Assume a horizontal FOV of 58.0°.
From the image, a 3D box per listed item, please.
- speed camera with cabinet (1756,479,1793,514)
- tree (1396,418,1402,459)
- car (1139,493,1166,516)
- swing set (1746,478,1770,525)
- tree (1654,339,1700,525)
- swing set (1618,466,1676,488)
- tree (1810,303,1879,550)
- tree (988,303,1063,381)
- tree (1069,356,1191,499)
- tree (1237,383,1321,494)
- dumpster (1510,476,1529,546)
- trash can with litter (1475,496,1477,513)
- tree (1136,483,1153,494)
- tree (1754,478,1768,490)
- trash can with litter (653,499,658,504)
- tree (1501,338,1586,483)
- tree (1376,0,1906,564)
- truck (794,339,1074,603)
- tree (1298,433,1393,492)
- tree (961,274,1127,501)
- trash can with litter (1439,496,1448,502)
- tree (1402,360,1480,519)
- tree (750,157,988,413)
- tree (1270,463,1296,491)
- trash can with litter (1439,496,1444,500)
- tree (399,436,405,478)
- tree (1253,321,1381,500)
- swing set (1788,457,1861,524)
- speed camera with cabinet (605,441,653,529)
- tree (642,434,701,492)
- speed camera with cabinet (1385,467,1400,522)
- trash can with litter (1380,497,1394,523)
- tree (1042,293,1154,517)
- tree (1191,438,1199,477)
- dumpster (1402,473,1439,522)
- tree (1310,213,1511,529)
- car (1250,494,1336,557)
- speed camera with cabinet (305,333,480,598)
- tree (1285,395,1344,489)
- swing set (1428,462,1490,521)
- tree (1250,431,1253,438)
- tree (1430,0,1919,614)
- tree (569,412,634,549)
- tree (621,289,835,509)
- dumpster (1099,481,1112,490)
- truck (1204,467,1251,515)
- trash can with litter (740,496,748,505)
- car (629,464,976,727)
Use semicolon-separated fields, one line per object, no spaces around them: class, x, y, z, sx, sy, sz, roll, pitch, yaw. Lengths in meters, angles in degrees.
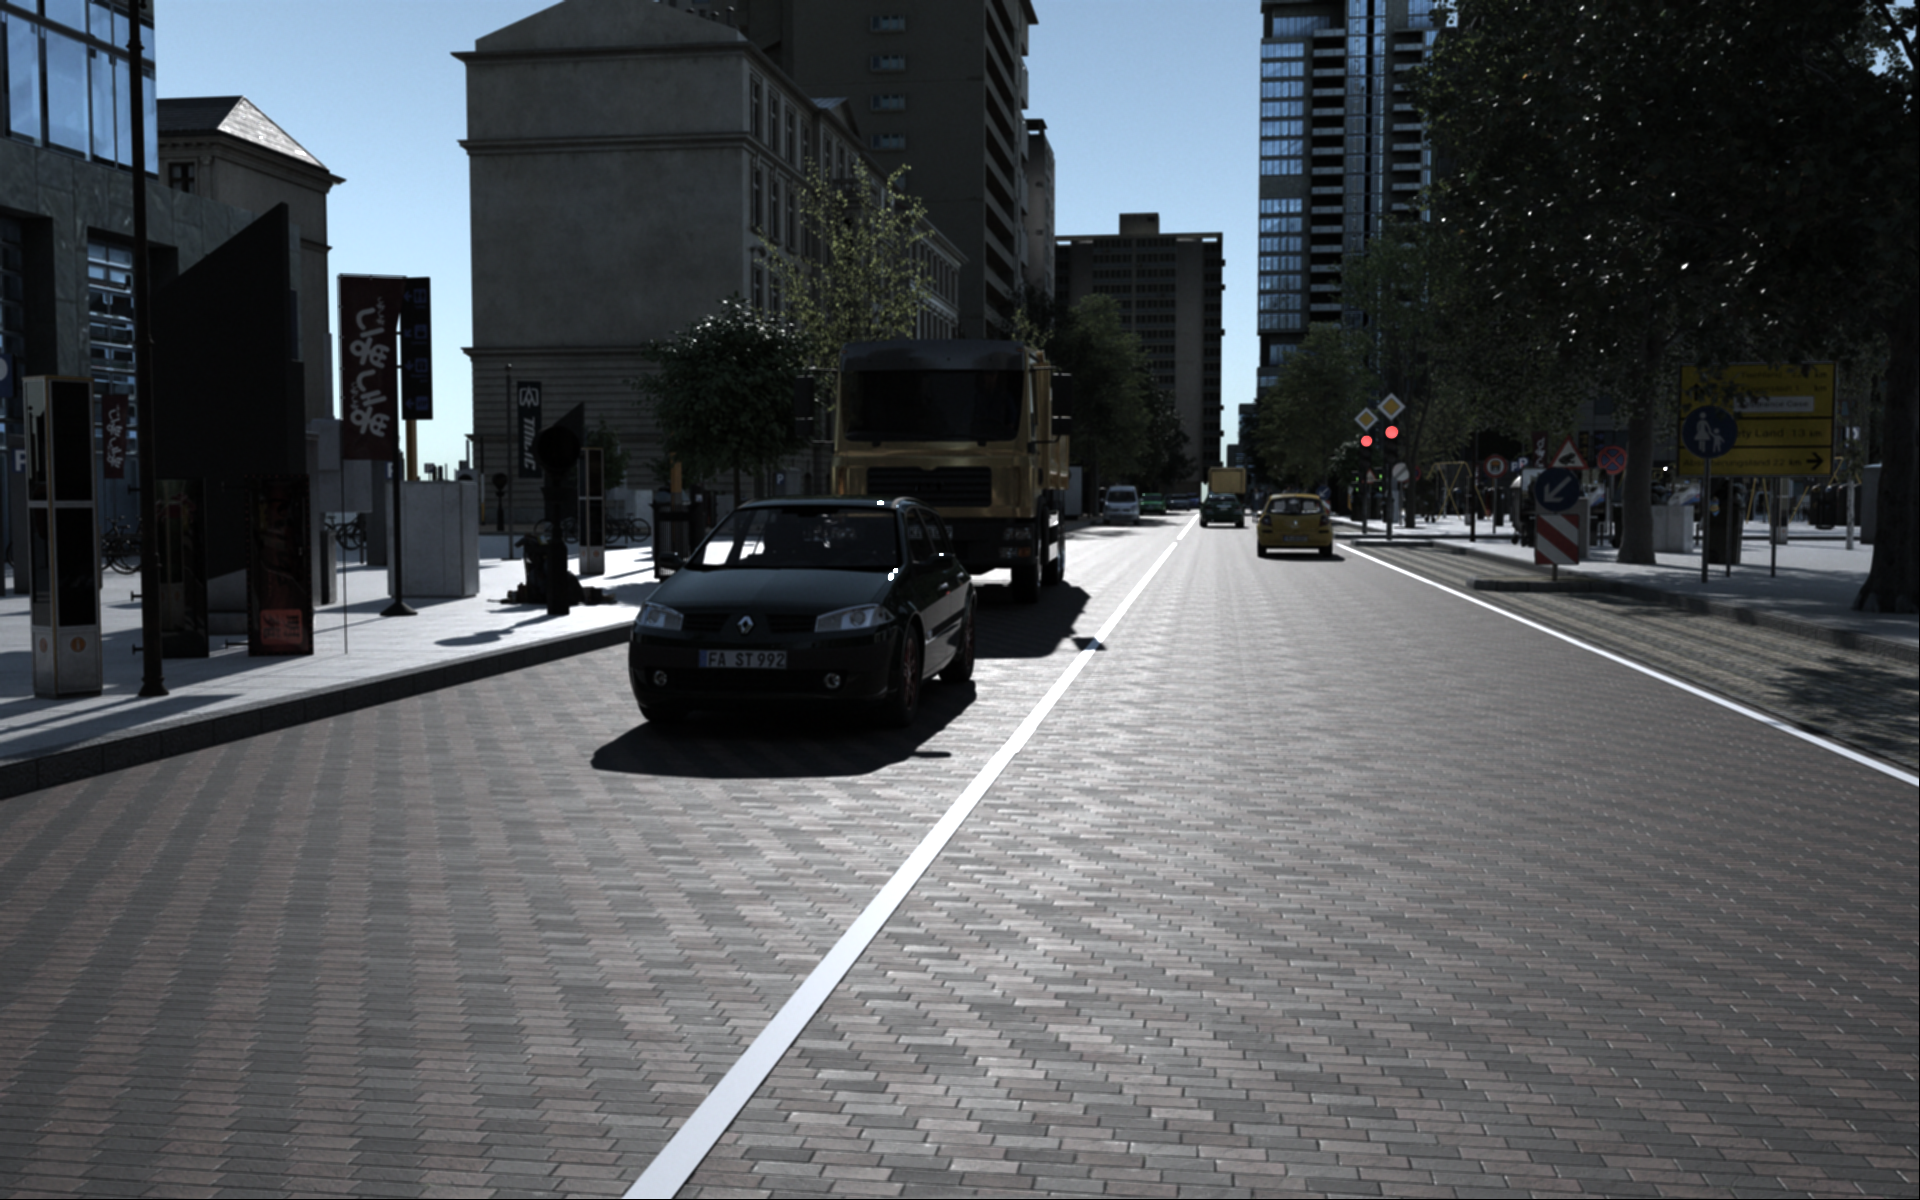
speed camera with cabinet;51.470;-7.039;109.418;0.660;3.252;2.038;-3;5;-44
tree;33.726;-10.727;125.742;4.360;8.622;3.978;0;3;0
car;12.918;-6.593;116.590;1.959;1.807;4.718;1;4;9
swing set;32.607;-4.645;73.565;3.119;2.851;2.862;0;4;6
tree;28.499;-7.119;66.765;4.360;8.622;3.978;0;3;0
swing set;41.548;-6.589;105.349;3.119;2.851;2.862;-1;4;-19
tree;20.222;-5.458;39.594;4.360;8.622;3.978;0;3;0
tree;1.715;-7.082;66.146;4.360;8.622;3.978;0;3;0
tree;13.136;-13.518;138.031;9.611;12.733;9.660;0;3;0
tree;36.380;-17.642;195.103;9.857;13.997;8.962;0;3;0
dumpster;14.537;-2.296;43.296;1.264;1.857;1.865;1;4;8
trash can with litter;35.473;-6.533;117.871;2.233;1.210;1.678;0;4;1
tree;20.695;-14.532;187.964;4.360;8.622;3.978;0;3;0
tree;46.288;-9.018;97.801;4.737;8.622;4.395;0;3;0
trash can with litter;-12.219;-3.614;70.482;1.055;1.170;0.624;0;4;-6
tree;25.441;-7.617;74.900;4.737;8.622;4.395;0;3;0
tree;12.637;-7.647;31.687;9.857;13.997;8.962;0;3;0
truck;0.064;-1.778;24.987;3.469;3.379;9.791;0;4;6
tree;21.117;-6.608;91.761;4.285;4.588;4.351;0;3;0
tree;3.667;-8.514;73.619;7.601;10.594;8.767;2;4;32
trash can with litter;30.751;-6.100;111.120;1.055;1.170;0.624;1;4;21
tree;25.488;-8.595;90.887;4.360;8.622;3.978;0;3;0
tree;-2.310;-5.308;37.154;4.360;8.622;3.978;0;3;0
tree;31.165;-10.823;160.667;4.285;4.588;4.351;0;3;0
trash can with litter;32.682;-6.558;118.279;1.678;1.210;2.233;-3;4;-38
tree;-15.970;-3.293;48.440;1.663;3.219;1.824;0;3;0
tree;23.894;-11.983;114.047;7.486;12.596;7.792;0;3;0
swing set;37.493;-4.684;74.198;2.862;2.851;3.119;1;4;10
speed camera with cabinet;-12.455;-4.325;65.046;0.660;3.252;2.038;2;4;33
tree;-7.827;-3.302;48.583;1.663;3.219;1.824;0;3;0
speed camera with cabinet;19.859;-5.214;79.577;0.660;3.252;2.038;1;4;11
trash can with litter;19.041;-4.029;77.254;0.624;1.170;1.055;1;4;14
tree;7.369;-11.030;98.464;7.486;12.596;7.792;0;3;0
tree;18.288;-15.817;175.609;9.611;12.733;9.660;0;3;0
dumpster;20.968;-4.680;79.005;1.502;2.255;1.985;1;4;8
tree;16.795;-8.466;64.167;9.928;11.665;9.643;0;3;0
car;7.852;-1.868;40.760;2.015;1.641;3.980;1;4;10
speed camera with cabinet;-7.080;-1.664;21.538;2.038;3.252;0.660;0;4;4
tree;25.214;-10.464;121.441;4.737;8.622;4.395;0;3;0
swing set;24.067;-5.368;85.395;2.862;2.851;3.119;-1;4;-13
tree;28.929;-14.202;150.325;7.486;12.596;7.792;0;3;0
tree;10.230;-6.207;18.485;9.611;12.733;9.660;0;3;0
tree;-8.517;-2.824;40.778;1.663;3.219;1.824;0;3;0
tree;-3.699;-2.701;27.873;4.285;4.588;4.351;0;3;0
dumpster;10.357;-7.403;123.527;1.502;2.255;1.985;1;4;8
truck;19.073;-7.813;123.665;3.469;3.379;9.791;1;4;9
trash can with litter;-7.361;-3.049;60.911;1.678;1.210;2.233;2;4;24
car;-0.952;-0.135;12.001;2.009;1.686;4.222;1;4;8
